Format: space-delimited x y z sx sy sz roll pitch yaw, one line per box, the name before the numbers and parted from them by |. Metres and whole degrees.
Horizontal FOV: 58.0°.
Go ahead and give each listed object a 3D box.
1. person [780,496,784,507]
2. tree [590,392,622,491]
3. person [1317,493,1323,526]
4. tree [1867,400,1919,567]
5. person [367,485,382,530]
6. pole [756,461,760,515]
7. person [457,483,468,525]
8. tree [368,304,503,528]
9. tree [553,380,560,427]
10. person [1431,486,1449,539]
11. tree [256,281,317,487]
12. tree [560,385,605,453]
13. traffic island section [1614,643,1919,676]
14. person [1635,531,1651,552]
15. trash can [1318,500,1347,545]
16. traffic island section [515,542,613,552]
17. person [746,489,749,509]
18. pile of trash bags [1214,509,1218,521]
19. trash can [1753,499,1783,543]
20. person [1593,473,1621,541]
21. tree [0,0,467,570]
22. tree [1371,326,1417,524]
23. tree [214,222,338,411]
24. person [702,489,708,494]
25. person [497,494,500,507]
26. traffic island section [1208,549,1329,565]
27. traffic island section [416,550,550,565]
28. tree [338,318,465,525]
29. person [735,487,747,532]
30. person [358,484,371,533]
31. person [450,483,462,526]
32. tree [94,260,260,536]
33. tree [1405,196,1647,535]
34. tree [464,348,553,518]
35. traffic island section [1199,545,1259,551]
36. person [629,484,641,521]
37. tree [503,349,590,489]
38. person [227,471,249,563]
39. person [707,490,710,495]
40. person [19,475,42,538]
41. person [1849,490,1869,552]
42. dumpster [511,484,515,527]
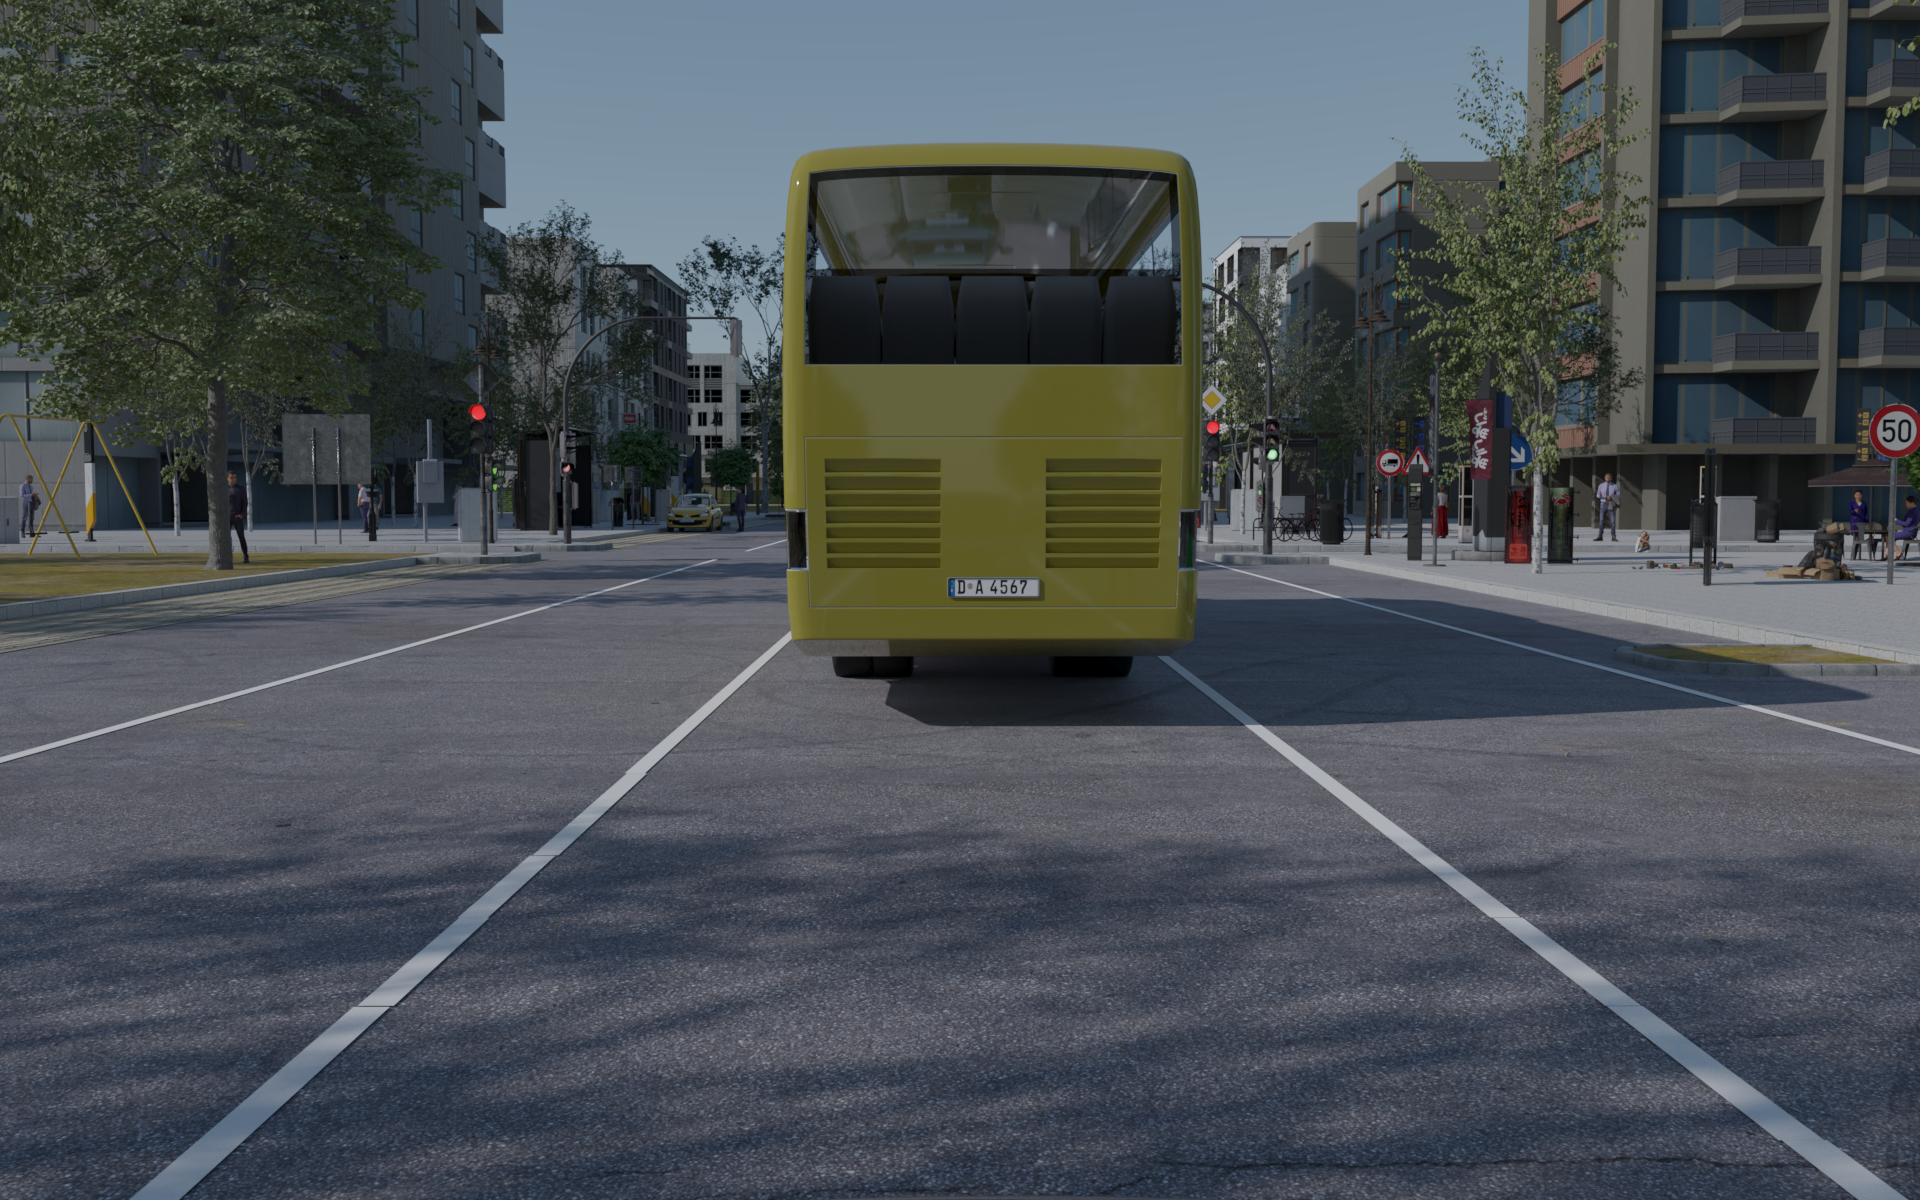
person | -16.947 -9.751 165.986 0.721 1.766 1.217 1 4 20
tree | -23.910 -9.975 113.457 4.360 8.622 3.978 0 3 0
person | 14.212 -3.591 68.663 0.435 1.345 0.340 -3 5 -39
tree | 17.249 -2.202 30.598 1.663 3.219 1.824 0 3 0
person | -20.918 -3.398 61.731 0.598 1.807 0.434 1 4 18
pole | -12.345 -6.842 105.717 0.158 3.312 0.155 0 3 0
person | -20.697 -3.988 72.053 0.445 1.727 0.742 0 4 -8
tree | -20.366 -7.031 65.319 4.360 8.622 3.978 0 3 0
tree | -24.334 -8.656 91.890 4.737 8.622 4.395 0 3 0
person | 13.844 -2.531 49.899 0.523 1.526 0.387 -1 4 -15
tree | -23.852 -6.613 58.481 4.360 8.622 3.978 0 3 0
tree | -23.518 -9.419 104.362 4.737 8.622 4.395 0 3 0
traffic island section | 6.657 0.504 14.619 1.991 0.108 1.994 0 4 0
person | 16.551 -1.406 41.966 0.357 0.543 0.381 2 4 24
trash can | 9.419 -1.971 43.879 0.748 1.137 0.748 0 3 0
traffic island section | -10.106 -1.362 44.542 2.009 0.180 2.903 0 4 0
person | -18.742 -8.840 151.491 0.541 1.710 0.530 -1 4 -18
pile of trash bags | 10.861 -4.414 81.924 1.912 1.369 3.447 2 4 28
trash can | 21.245 -2.075 45.580 0.748 1.137 0.748 0 3 0
person | 17.449 -2.496 46.713 0.709 1.838 0.599 2 4 28
tree | -12.205 -6.798 29.273 7.486 12.596 7.792 0 3 0
tree | 17.515 -7.528 73.449 4.360 8.622 3.978 0 3 0
tree | -20.187 -5.870 46.332 4.737 8.622 4.395 0 3 0
person | -25.557 -10.239 173.538 1.348 1.812 0.705 -2 4 -27
person | -20.263 -4.098 75.315 0.482 1.546 0.388 -1 4 -23
traffic island section | 6.522 -0.879 36.649 2.009 0.180 2.903 0 4 0
traffic island section | -10.060 -0.873 36.557 2.009 0.180 2.903 0 4 0
tree | -23.819 -7.428 71.806 4.737 8.622 4.395 0 3 0
person | -8.377 -3.470 66.158 0.541 1.710 0.530 -2 4 -35
person | -19.606 -3.050 56.857 0.436 1.711 0.756 1 4 19
person | -19.980 -3.813 69.056 0.621 1.740 0.551 0 4 1
tree | -23.809 -6.240 52.381 4.360 8.622 3.978 0 3 0
tree | 17.515 -7.316 54.021 7.601 10.594 8.767 0 4 5
tree | -21.836 -7.863 78.921 4.737 8.622 4.395 0 3 0
traffic island section | 6.475 -1.367 44.634 2.009 0.180 2.903 0 4 0
person | -15.285 -4.608 81.513 0.598 1.807 0.434 2 4 29
tree | -21.140 -8.203 84.488 4.360 8.622 3.978 0 3 0
person | -13.477 -1.537 32.087 0.541 1.710 0.530 0 4 4
person | -26.191 -10.624 180.479 0.721 1.736 1.217 -2 4 -24
person | -27.173 -2.741 50.731 0.599 1.838 0.709 0 4 6
person | 20.938 -1.800 40.296 0.453 1.535 0.546 0 4 -4
dumpster | -16.652 -3.768 67.373 1.264 1.857 1.865 0 4 0
